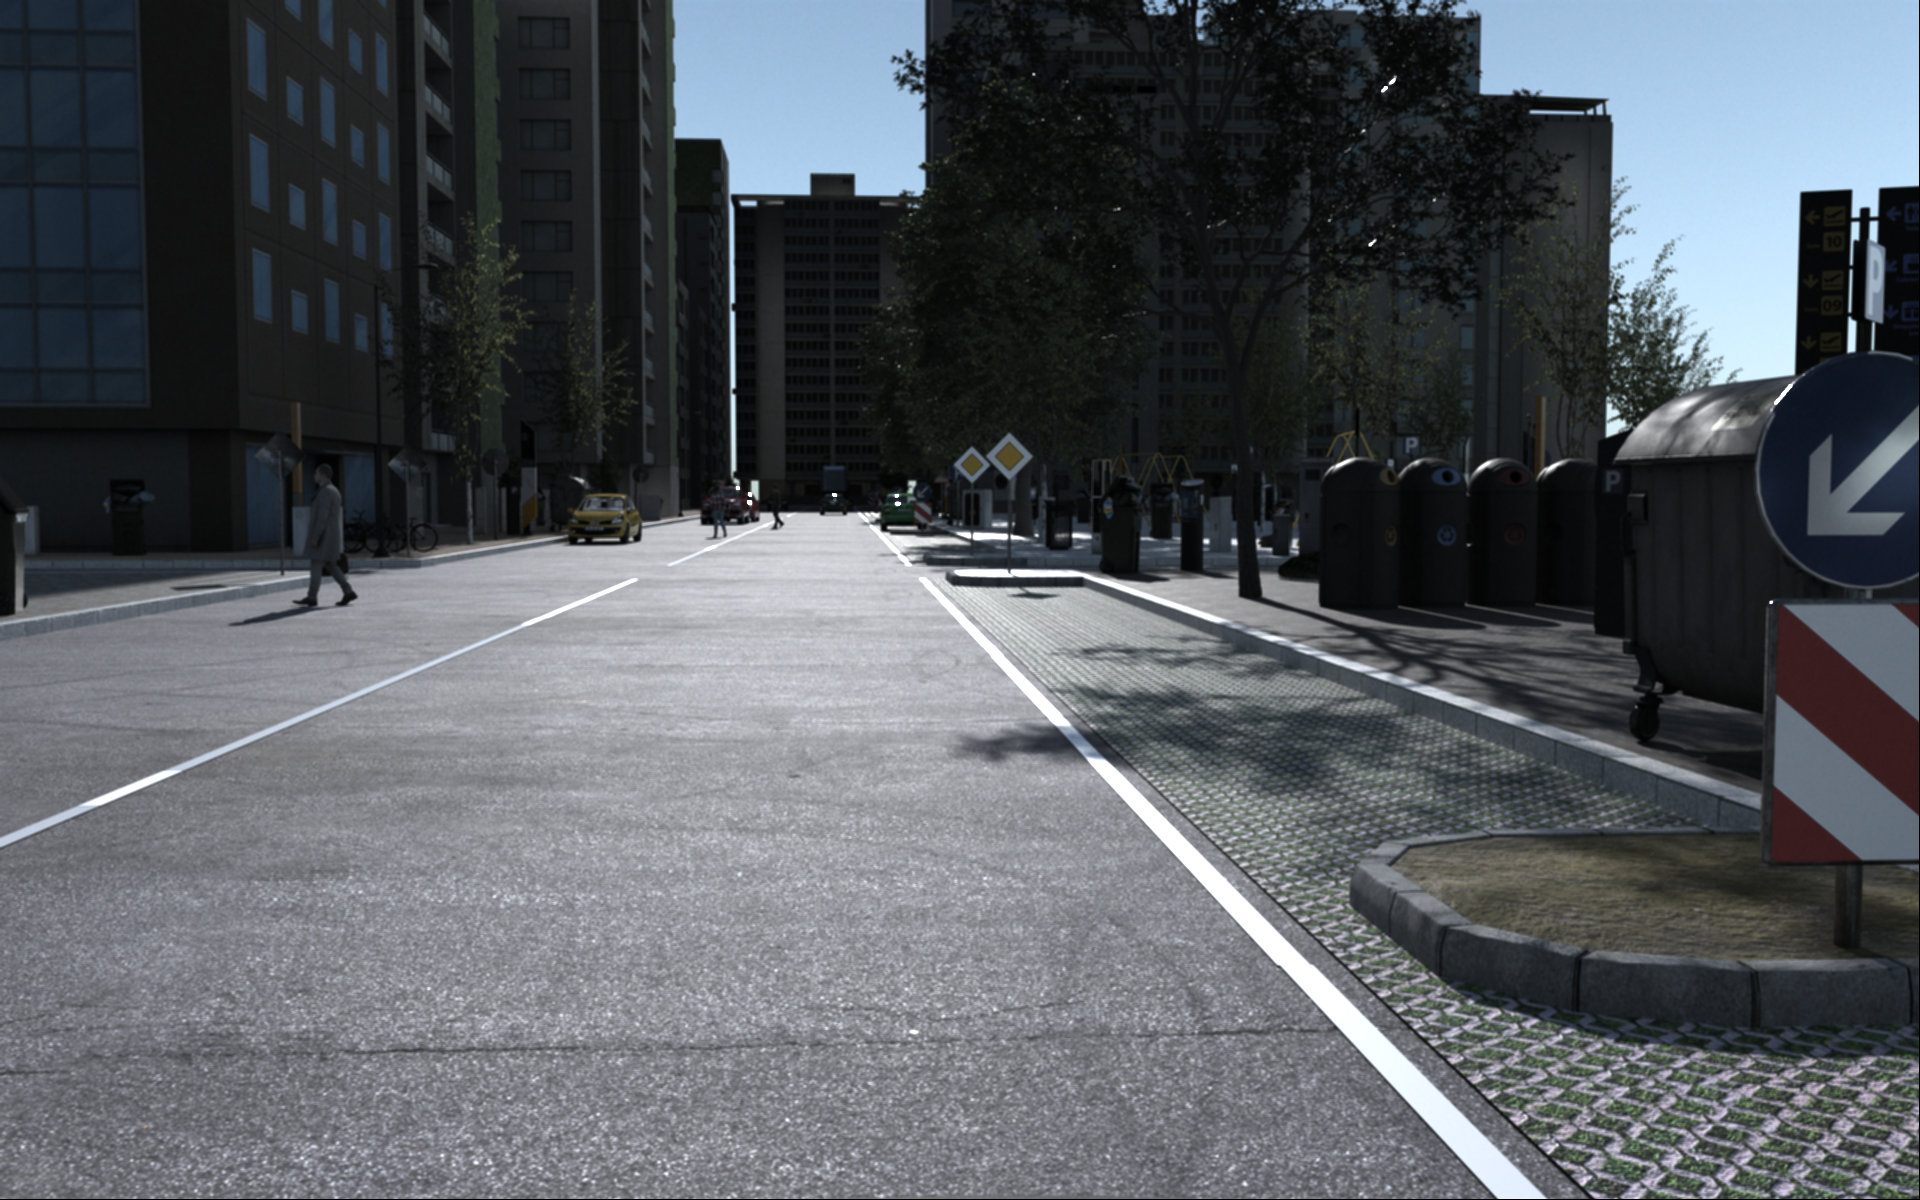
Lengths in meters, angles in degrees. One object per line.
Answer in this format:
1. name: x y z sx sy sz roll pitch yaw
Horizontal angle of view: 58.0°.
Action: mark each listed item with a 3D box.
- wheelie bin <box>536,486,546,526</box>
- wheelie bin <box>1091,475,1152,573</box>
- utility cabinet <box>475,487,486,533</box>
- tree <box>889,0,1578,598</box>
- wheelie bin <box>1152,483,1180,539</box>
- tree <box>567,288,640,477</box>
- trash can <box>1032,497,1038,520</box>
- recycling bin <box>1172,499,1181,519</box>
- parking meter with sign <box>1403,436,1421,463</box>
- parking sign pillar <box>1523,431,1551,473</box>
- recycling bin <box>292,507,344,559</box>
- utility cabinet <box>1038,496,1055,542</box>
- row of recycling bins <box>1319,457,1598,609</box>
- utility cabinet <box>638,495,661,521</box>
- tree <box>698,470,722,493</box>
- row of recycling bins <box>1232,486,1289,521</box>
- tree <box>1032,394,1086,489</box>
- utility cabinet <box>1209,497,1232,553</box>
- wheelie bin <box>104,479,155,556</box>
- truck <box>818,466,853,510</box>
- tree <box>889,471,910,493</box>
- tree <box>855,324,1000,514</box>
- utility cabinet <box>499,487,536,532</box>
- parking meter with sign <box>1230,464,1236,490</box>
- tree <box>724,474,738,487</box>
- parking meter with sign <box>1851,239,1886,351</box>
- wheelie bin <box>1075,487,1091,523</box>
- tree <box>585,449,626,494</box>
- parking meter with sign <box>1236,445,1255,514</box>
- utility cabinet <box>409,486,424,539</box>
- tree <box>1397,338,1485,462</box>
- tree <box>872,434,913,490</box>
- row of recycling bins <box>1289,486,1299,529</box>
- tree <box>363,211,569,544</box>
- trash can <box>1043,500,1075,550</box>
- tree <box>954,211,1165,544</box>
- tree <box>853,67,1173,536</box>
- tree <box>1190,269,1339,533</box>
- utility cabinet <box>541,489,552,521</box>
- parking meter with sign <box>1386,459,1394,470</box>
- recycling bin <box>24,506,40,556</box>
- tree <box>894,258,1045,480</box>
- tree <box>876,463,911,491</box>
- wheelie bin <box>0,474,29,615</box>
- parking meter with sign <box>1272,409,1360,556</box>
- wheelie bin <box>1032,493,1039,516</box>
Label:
1. wheelie bin: -17.276 -3.822 70.392 0.980 1.594 0.693 2 4 34
2. wheelie bin: 2.647 -1.247 28.294 0.693 1.594 0.980 1 4 19
3. utility cabinet: -15.665 -2.929 56.571 0.318 1.500 1.173 -1 4 -13
4. tree: 3.565 -5.333 21.607 8.767 10.594 7.601 -1 4 -13
5. wheelie bin: 5.834 -2.566 49.869 0.980 1.594 0.693 0 4 3
6. tree: -14.048 -6.886 62.945 4.360 8.622 3.978 0 3 0
7. trash can: 3.645 -4.634 87.422 0.748 1.137 0.748 0 3 0
8. recycling bin: 10.429 -4.375 84.091 0.722 1.027 0.722 0 4 -7
9. parking meter with sign: 14.128 -3.460 52.839 0.543 3.016 1.738 3 5 39
10. parking sign pillar: 24.876 -5.268 74.601 1.447 3.967 1.447 -2 4 -24
11. recycling bin: -12.842 -1.352 34.651 0.722 1.027 0.722 1 4 11
12. utility cabinet: 2.330 -2.151 46.323 0.306 1.237 1.020 1 4 13
13. row of recycling bins: 5.826 -0.787 19.976 3.534 1.692 1.069 -1 4 -13
14. utility cabinet: -14.975 -4.429 83.574 1.020 1.237 0.306 0 4 -3
15. tree: -19.604 -8.577 134.839 1.663 3.219 1.824 0 3 0
16. row of recycling bins: 14.701 -4.670 83.471 3.534 1.692 1.069 -2 4 -29
17. tree: 4.489 -8.568 90.448 4.360 8.622 3.978 0 3 0
18. utility cabinet: 5.770 -1.668 38.430 0.306 1.237 1.020 0 4 -4
19. wheelie bin: -17.338 -1.728 36.164 0.980 1.594 0.693 -2 4 -23
20. truck: -11.348 -10.309 158.309 2.967 4.110 18.799 0 4 -6
21. tree: -4.987 -9.298 146.624 1.663 3.219 1.824 0 3 0
22. tree: -1.649 -12.348 112.254 12.009 13.543 11.850 0 3 0
23. utility cabinet: -14.950 -3.049 58.537 1.173 1.500 0.318 -2 4 -30
24. parking meter with sign: 16.318 -6.383 100.623 0.543 3.016 1.738 -1 4 -19
25. tree: -21.728 -10.306 163.111 1.663 3.219 1.824 0 3 0
26. parking meter with sign: 6.945 -0.937 11.578 1.738 3.016 0.543 3 5 40
27. wheelie bin: 5.464 -4.198 76.549 0.693 1.594 0.980 1 4 11
28. tree: -15.076 -4.822 73.445 1.663 3.219 1.824 0 3 0
29. parking meter with sign: 10.323 -4.032 62.184 0.543 3.016 1.738 1 4 11
30. utility cabinet: -15.391 -2.465 48.975 0.318 1.500 1.173 -1 4 -9
31. tree: 22.936 -8.078 82.432 4.737 8.622 4.395 0 3 0
32. tree: -5.615 -12.356 152.384 4.737 8.622 4.395 0 3 0
33. row of recycling bins: 13.692 -3.356 61.978 3.534 1.692 1.069 -1 4 -21
34. tree: -12.824 -5.740 44.206 4.360 8.622 3.978 0 3 0
35. trash can: 2.268 -1.713 39.655 0.748 1.137 0.748 0 3 0
36. tree: 2.079 -5.740 44.208 4.737 8.622 4.395 0 3 0
37. tree: 2.061 -8.973 53.364 9.857 13.997 8.962 0 3 0
38. tree: 10.325 -6.552 57.483 4.737 8.622 4.395 0 3 0
39. utility cabinet: -19.346 -4.399 80.604 1.173 1.500 0.318 -1 4 -16
40. parking meter with sign: 20.855 -5.531 86.699 0.543 3.016 1.738 -3 4 -36
41. recycling bin: -19.498 -1.424 35.837 0.722 1.027 0.722 -1 4 -21
42. tree: 0.661 -9.768 77.832 7.486 12.596 7.792 0 3 0
43. tree: -6.082 -10.739 159.302 4.285 4.588 4.351 0 3 0
44. wheelie bin: -10.381 -0.647 18.489 0.693 1.594 0.980 -1 4 -17
45. parking meter with sign: 7.367 -2.422 35.861 1.738 3.016 0.543 1 4 14
46. wheelie bin: 4.278 -5.669 100.598 0.693 1.594 0.980 0 4 -4
